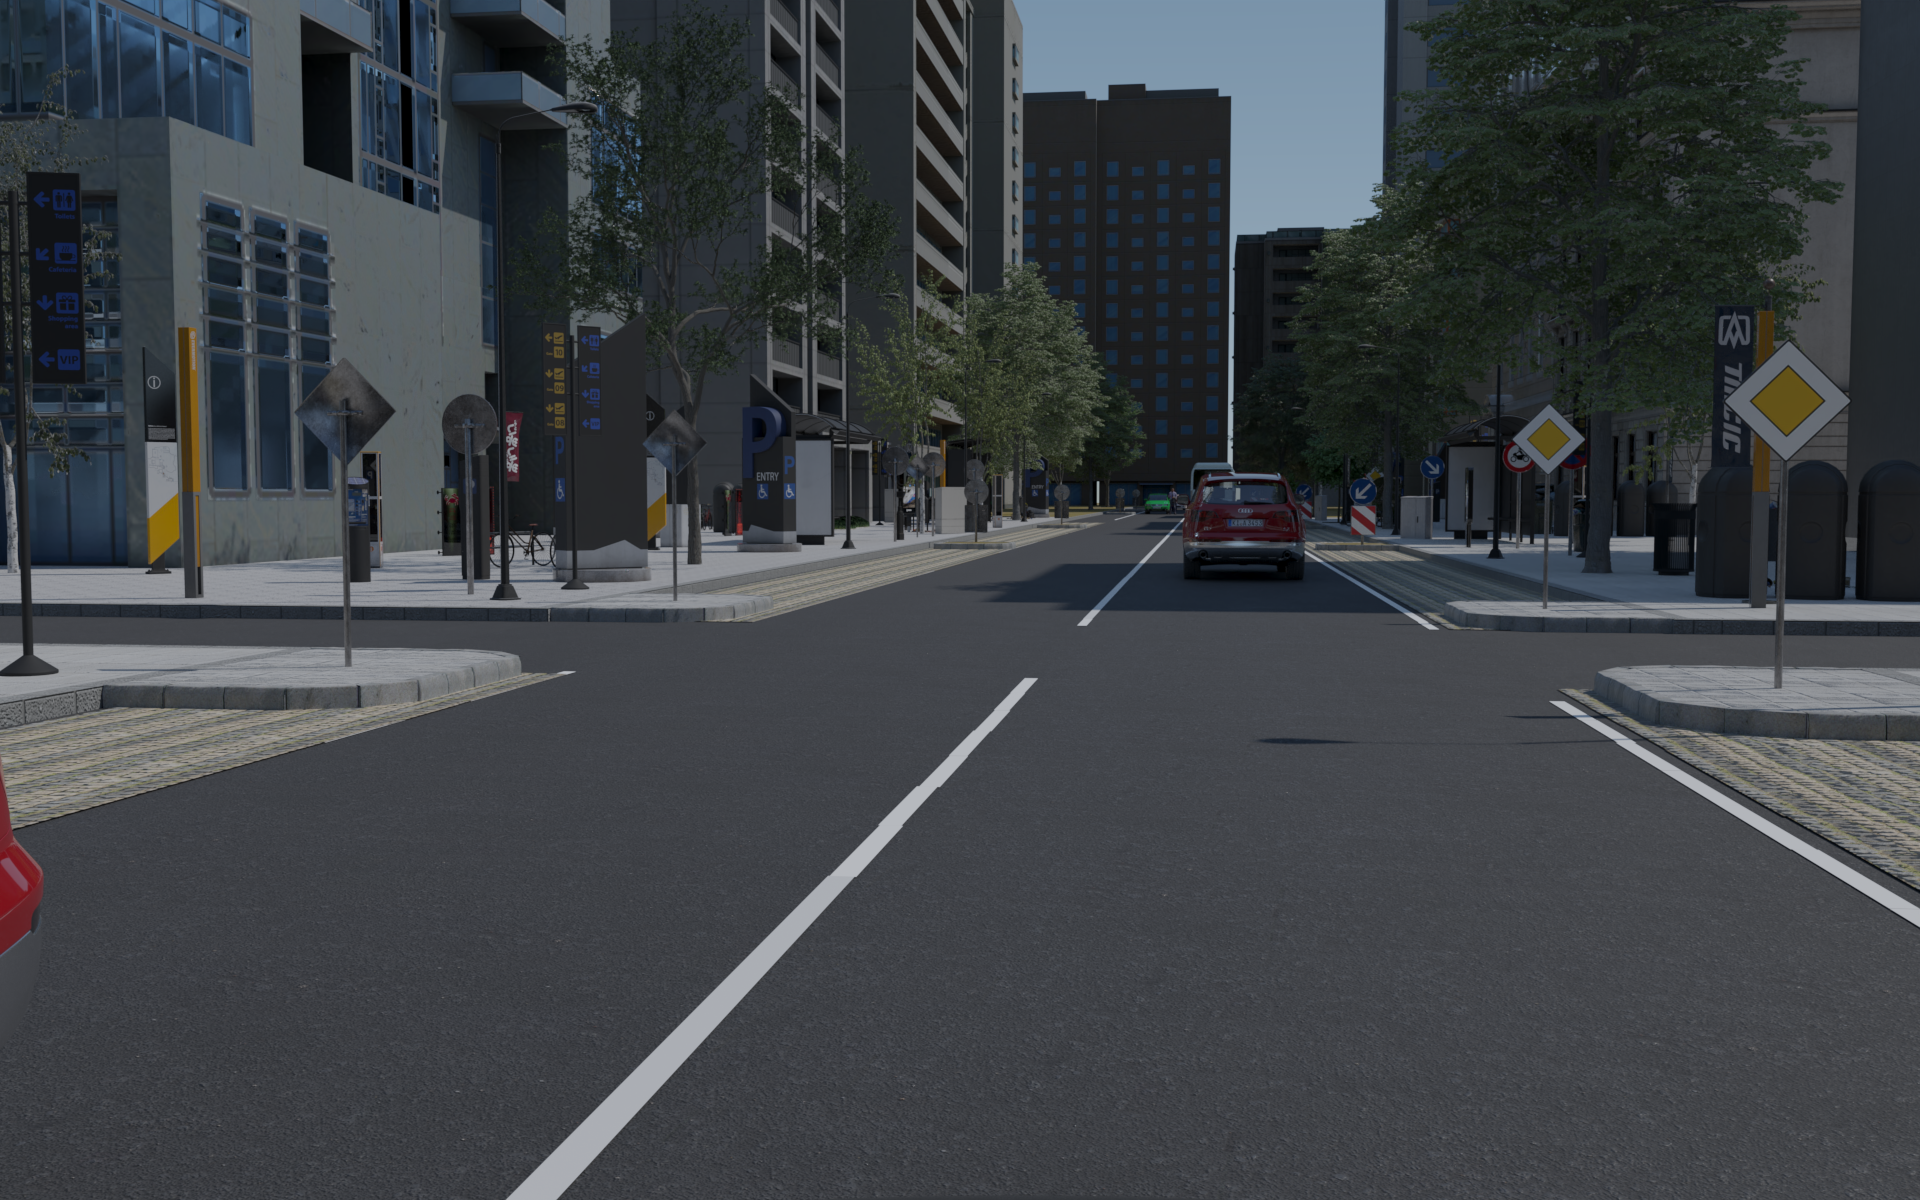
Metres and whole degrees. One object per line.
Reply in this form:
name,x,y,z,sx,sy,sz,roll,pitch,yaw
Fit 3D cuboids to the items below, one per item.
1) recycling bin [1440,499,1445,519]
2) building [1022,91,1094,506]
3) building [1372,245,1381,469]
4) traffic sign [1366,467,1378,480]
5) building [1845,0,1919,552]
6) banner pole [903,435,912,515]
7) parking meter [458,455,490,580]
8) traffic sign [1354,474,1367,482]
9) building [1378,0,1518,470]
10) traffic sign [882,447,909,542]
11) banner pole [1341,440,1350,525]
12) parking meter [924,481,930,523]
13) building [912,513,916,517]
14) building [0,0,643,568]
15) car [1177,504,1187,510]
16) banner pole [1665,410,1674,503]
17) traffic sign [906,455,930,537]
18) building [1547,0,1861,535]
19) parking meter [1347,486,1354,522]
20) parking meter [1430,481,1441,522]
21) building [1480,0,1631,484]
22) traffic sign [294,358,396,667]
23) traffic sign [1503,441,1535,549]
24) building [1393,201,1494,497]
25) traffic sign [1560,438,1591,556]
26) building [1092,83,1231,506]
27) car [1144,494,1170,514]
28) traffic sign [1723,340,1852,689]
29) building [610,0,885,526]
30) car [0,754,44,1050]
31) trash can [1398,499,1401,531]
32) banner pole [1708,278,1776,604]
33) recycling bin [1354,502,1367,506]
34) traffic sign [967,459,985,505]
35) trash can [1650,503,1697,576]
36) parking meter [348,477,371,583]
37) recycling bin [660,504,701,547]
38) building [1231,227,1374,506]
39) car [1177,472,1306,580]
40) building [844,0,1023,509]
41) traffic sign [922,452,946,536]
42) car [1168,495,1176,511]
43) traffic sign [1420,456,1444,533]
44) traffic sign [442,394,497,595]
recycling bin,24.871,-4.624,88.161,0.722,1.027,0.722,-1,4,-16
building,8.455,-33.228,193.384,14.200,45.320,14.600,0,4,8
building,50.990,-25.457,187.918,14.107,30.474,14.160,0,4,8
traffic sign,17.193,-4.315,71.741,0.795,2.450,0.064,1,4,10
building,30.723,-14.442,29.631,24.014,27.812,14.314,0,4,8
banner pole,-2.169,-4.962,71.151,0.401,3.779,0.863,-2,4,-33
parking meter,-7.288,-1.240,25.990,0.399,1.863,0.255,1,4,18
traffic sign,21.383,-5.672,92.839,0.768,2.556,0.104,1,4,10
building,45.643,-36.743,142.739,21.231,58.520,28.212,0,4,8
traffic sign,-1.749,-2.843,46.588,0.768,2.556,0.104,1,4,17
banner pole,15.879,-4.950,70.952,0.401,3.779,0.863,0,4,-1
parking meter,-1.517,-4.339,76.647,0.255,1.863,0.399,1,4,19
building,-11.652,-29.650,108.487,21.300,48.544,21.600,0,4,8
building,-22.326,-44.743,44.214,22.319,86.520,31.000,0,4,8
car,19.653,-8.877,157.505,2.083,1.381,4.827,1,4,9
banner pole,19.348,-3.500,47.235,0.401,3.779,0.863,1,4,11
traffic sign,-1.261,-3.058,51.180,0.795,2.450,0.064,1,4,17
building,27.892,-12.081,62.152,10.561,19.102,19.286,0,4,8
parking meter,18.003,-4.547,80.057,0.399,1.863,0.255,0,4,5
parking meter,21.794,-4.507,79.401,0.399,1.863,0.255,-1,4,-22
building,32.995,-18.060,81.189,13.634,28.700,20.117,0,4,8
traffic sign,-4.543,-0.561,12.808,0.795,2.450,0.064,0,4,8
traffic sign,13.120,-2.481,40.672,0.768,2.556,0.104,1,4,8
building,44.356,-16.513,115.021,27.650,21.520,28.899,0,4,8
traffic sign,12.706,-2.195,35.998,0.768,2.556,0.104,1,4,11
building,22.627,-33.151,192.137,14.200,45.320,14.600,0,4,8
car,14.160,-7.028,123.699,1.959,1.807,4.718,1,4,9
traffic sign,5.398,-0.473,11.371,0.795,2.450,0.064,0,4,8
building,-14.027,-39.103,77.584,20.563,71.187,20.611,0,4,8
car,-2.824,0.477,0.883,2.281,1.827,5.304,0,4,6
trash can,14.234,-2.661,55.166,0.748,1.137,0.748,0,3,0
banner pole,9.165,-1.847,20.220,0.863,3.779,0.401,0,4,-1
recycling bin,18.955,-4.268,82.333,0.722,1.027,0.722,-1,4,-15
traffic sign,0.512,-3.869,63.366,0.768,2.556,0.104,1,4,11
trash can,11.298,-0.962,27.390,0.748,1.137,0.748,0,3,0
parking meter,-8.784,-1.027,25.205,0.372,1.533,0.369,0,3,0
recycling bin,-6.784,-1.802,42.022,0.722,1.027,0.722,2,4,35
building,37.106,-25.614,190.485,14.107,30.474,14.160,0,4,8
car,4.966,-1.341,30.597,2.281,1.827,5.304,0,4,8
building,-6.011,-32.458,154.382,21.600,48.544,21.300,0,4,8
traffic sign,-0.820,-3.200,52.433,0.768,2.556,0.104,1,4,14
car,17.347,-8.185,146.407,1.945,1.354,3.894,1,4,9
traffic sign,15.694,-3.516,57.592,0.768,2.556,0.104,1,4,16
traffic sign,-6.253,-1.343,22.057,0.768,2.556,0.104,1,4,13
